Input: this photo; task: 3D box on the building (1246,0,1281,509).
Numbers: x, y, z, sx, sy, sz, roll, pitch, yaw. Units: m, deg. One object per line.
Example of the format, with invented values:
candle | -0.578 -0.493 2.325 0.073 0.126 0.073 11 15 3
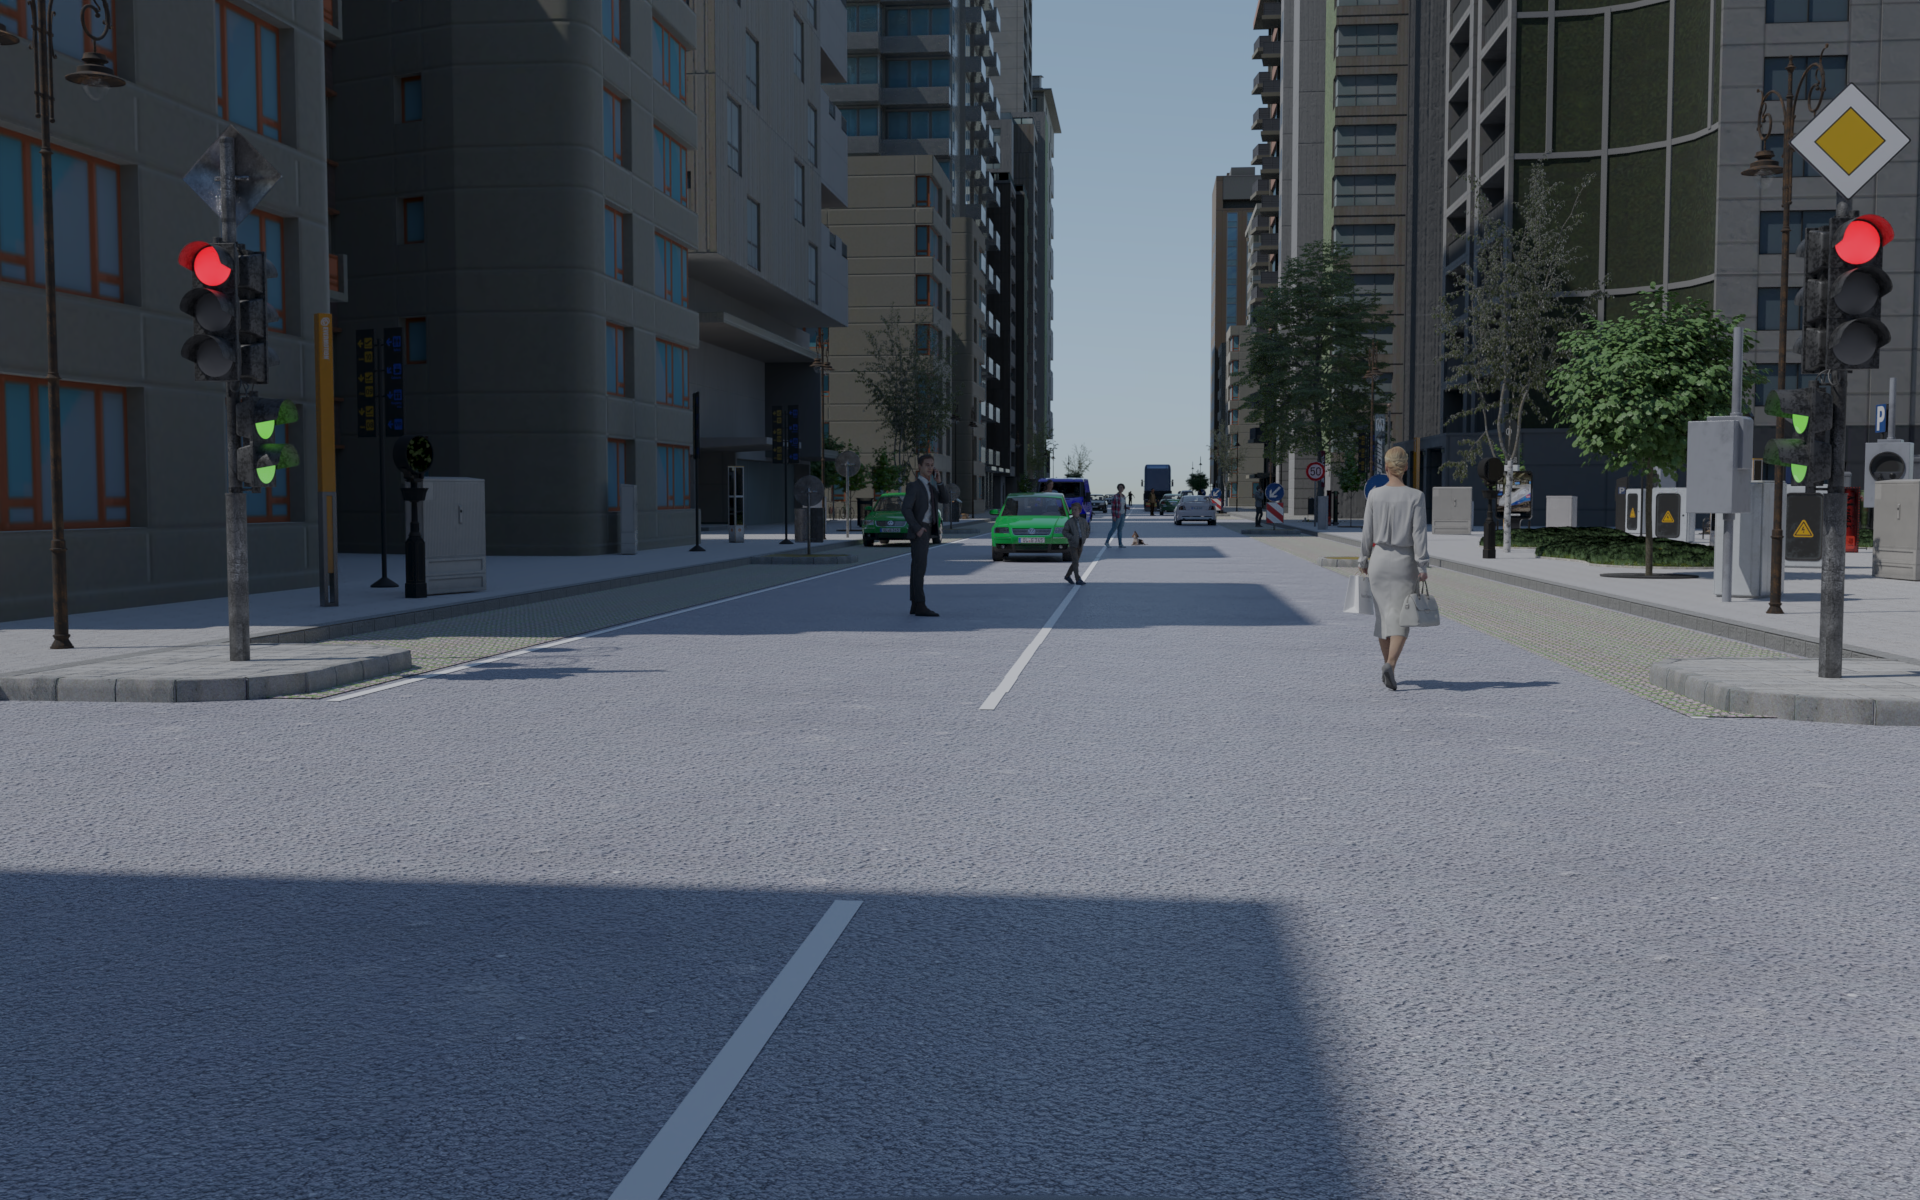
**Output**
building | 35.597 -29.915 143.731 22.147 44.769 28.867 0 4 6

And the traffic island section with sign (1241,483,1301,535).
traffic island section with sign | 11.052 -3.248 61.728 1.989 1.847 2.006 0 4 6

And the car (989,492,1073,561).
car | 1.661 -1.803 38.277 1.959 1.807 4.718 0 4 4

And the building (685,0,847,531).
building | -19.388 -29.171 66.189 28.713 52.752 27.495 0 4 6

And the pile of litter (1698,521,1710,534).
pile of litter | 24.479 -2.524 55.236 1.719 0.858 1.176 1 4 21

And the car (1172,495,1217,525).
car | 10.946 -4.178 80.676 2.083 1.381 4.827 0 4 5

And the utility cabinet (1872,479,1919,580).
utility cabinet | 14.114 -1.053 25.904 0.318 1.500 1.173 0 4 -1

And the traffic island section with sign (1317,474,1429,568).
traffic island section with sign | 8.152 -1.576 34.388 1.989 1.847 2.006 0 4 6

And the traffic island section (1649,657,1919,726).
traffic island section | 6.108 0.622 12.116 2.009 0.180 2.903 0 4 6

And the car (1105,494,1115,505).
car | 17.931 -12.073 207.187 2.009 1.686 4.222 0 4 7

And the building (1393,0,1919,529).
building | 30.000 -38.672 70.535 20.563 71.187 20.611 0 4 6

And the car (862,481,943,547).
car | -1.577 -2.417 48.314 1.959 1.807 4.718 0 4 7

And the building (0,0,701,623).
building | -21.945 -11.379 31.082 27.650 21.520 28.899 0 4 6

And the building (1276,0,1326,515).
building | 31.924 -35.037 114.858 21.231 58.520 28.212 0 4 6

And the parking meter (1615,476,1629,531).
parking meter | 21.671 -3.119 56.704 0.399 1.863 0.255 2 4 33

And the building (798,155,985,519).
building | -13.585 -15.859 104.328 27.650 21.520 28.899 0 4 6

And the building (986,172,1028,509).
building | -1.386 -23.466 155.374 14.160 30.474 14.107 0 4 6

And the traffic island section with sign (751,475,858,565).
traffic island section with sign | -3.174 -1.671 35.947 1.989 1.847 2.006 0 4 6

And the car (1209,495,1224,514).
car | 17.793 -6.751 122.961 1.945 1.354 3.894 0 4 6

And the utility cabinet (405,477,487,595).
utility cabinet | -6.581 -0.829 22.231 0.318 1.500 1.173 2 4 24

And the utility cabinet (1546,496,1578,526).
utility cabinet | 20.049 -2.847 57.712 0.306 1.237 1.020 -2 4 -34

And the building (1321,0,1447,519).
building | 26.891 -25.144 94.691 14.154 41.232 14.086 0 4 6

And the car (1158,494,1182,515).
car | 14.606 -6.536 118.666 2.131 1.459 4.920 0 4 8

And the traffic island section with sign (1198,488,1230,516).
traffic island section with sign | 16.285 -6.263 111.030 1.989 1.847 2.006 0 4 6

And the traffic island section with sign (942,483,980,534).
traffic island section with sign | -0.302 -3.322 62.939 1.989 1.847 2.006 0 4 6

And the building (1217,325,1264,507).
building | 42.960 -21.142 190.714 27.650 21.520 28.899 0 4 6

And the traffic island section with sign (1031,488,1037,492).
traffic island section with sign | 4.964 -6.352 112.479 1.989 1.847 2.006 0 4 6

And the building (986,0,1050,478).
building | -0.065 -46.472 198.069 20.563 71.187 20.611 0 4 6

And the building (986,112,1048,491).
building | 1.738 -30.403 180.691 14.154 41.232 14.086 0 4 6

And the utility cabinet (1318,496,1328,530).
utility cabinet | 13.151 -3.158 62.787 0.306 1.237 1.020 1 4 17

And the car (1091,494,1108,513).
car | 10.296 -7.450 131.591 2.009 1.686 4.222 0 4 7

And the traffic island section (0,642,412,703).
traffic island section | -5.567 0.546 13.356 2.009 0.180 2.903 0 4 6

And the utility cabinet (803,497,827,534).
utility cabinet | -4.658 -2.718 55.603 0.306 1.237 1.020 2 4 27

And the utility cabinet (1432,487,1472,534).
utility cabinet | 15.489 -2.804 54.523 1.173 1.500 0.318 1 4 21

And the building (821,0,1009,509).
building | -8.662 -31.413 133.213 23.786 49.044 30.456 0 4 6

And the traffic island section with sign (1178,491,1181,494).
traffic island section with sign | 27.918 -12.961 220.536 1.989 1.847 2.006 0 4 6

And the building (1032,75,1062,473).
building | -1.847 -38.833 224.152 28.713 52.752 27.495 0 4 6

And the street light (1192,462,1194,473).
street light | 32.851 -16.626 244.618 0.468 5.910 1.993 0 4 6

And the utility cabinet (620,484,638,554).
utility cabinet | -7.056 -1.732 36.999 0.318 1.500 1.173 0 4 -8

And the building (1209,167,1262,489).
building | 41.487 -35.869 236.560 14.600 45.320 14.200 0 4 6

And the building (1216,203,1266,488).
building | 48.591 -32.062 216.092 32.217 40.220 23.993 0 4 6
